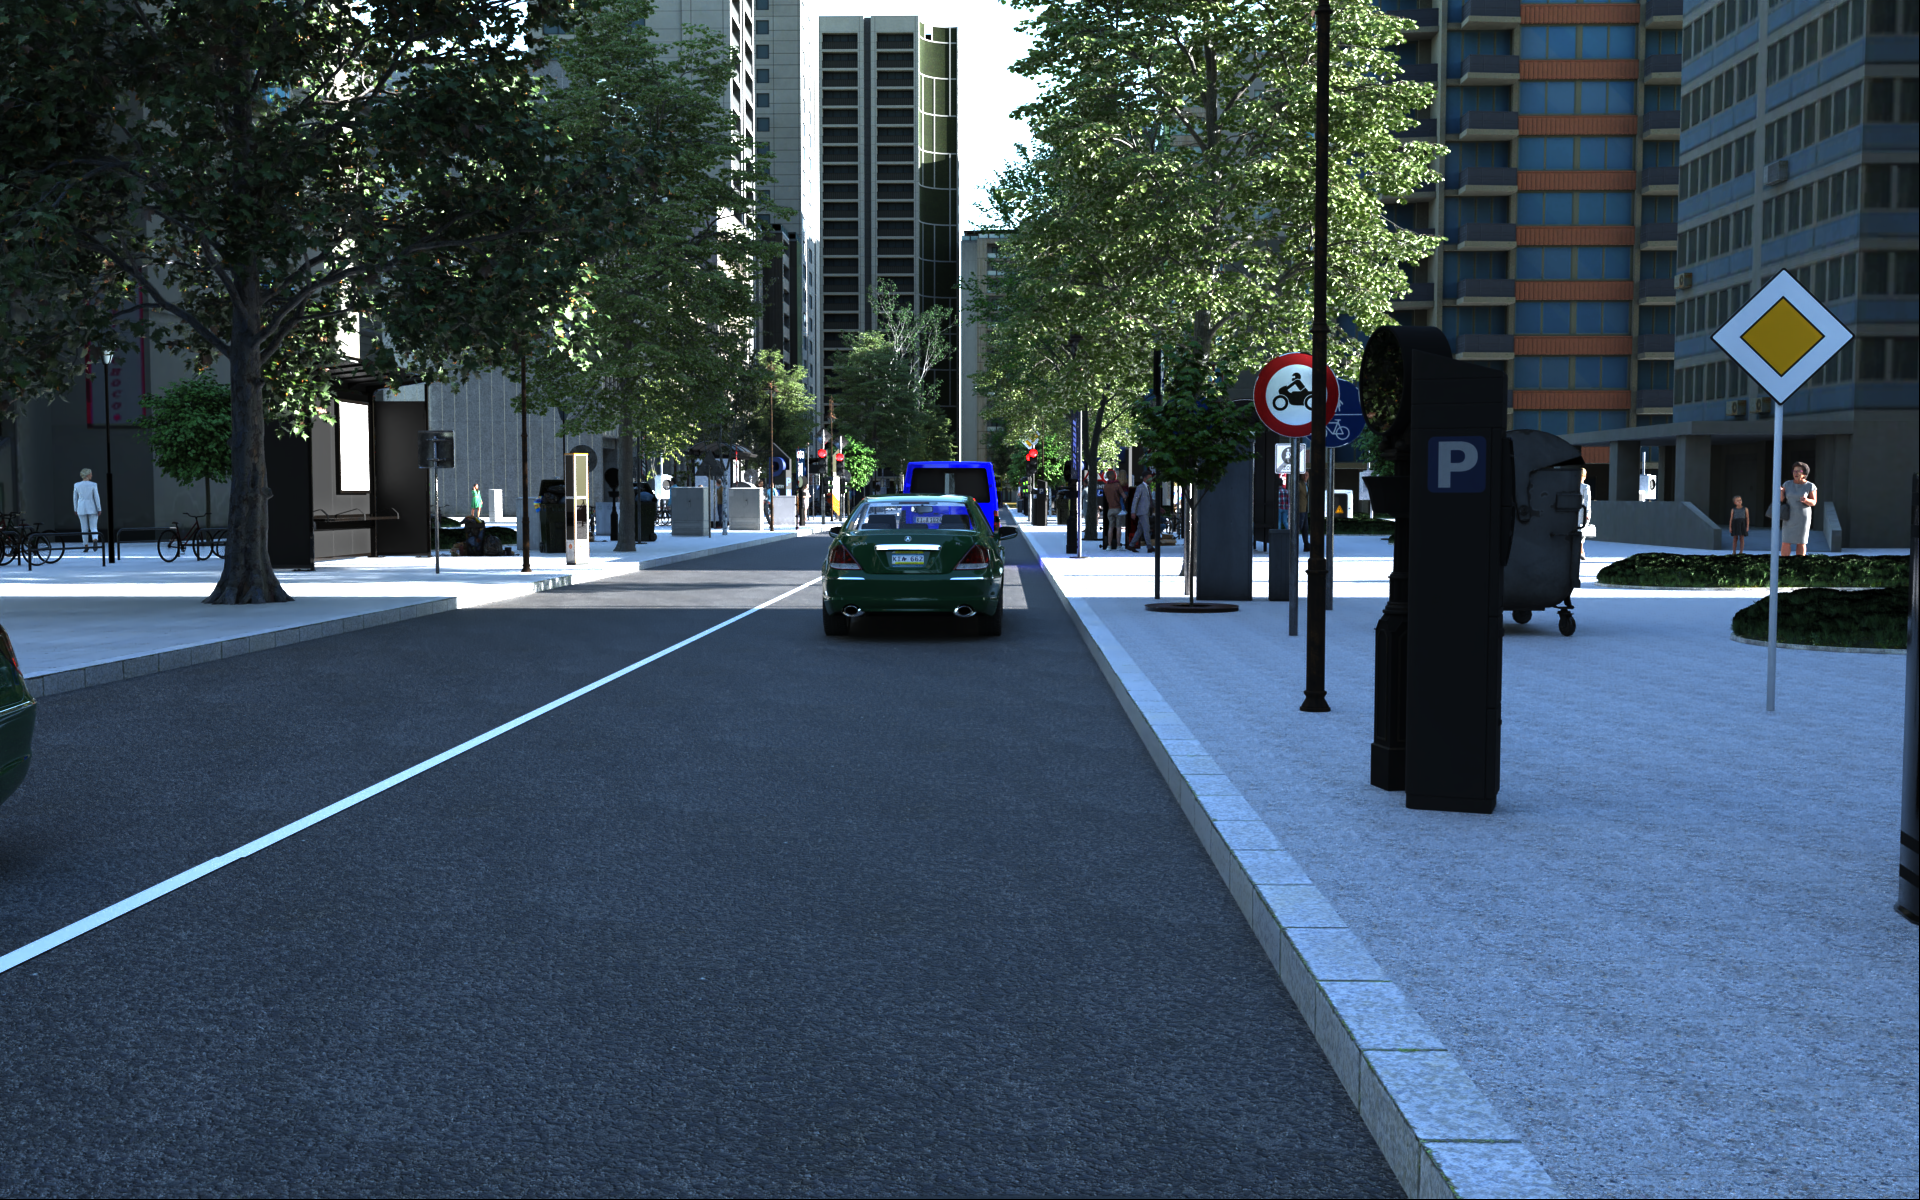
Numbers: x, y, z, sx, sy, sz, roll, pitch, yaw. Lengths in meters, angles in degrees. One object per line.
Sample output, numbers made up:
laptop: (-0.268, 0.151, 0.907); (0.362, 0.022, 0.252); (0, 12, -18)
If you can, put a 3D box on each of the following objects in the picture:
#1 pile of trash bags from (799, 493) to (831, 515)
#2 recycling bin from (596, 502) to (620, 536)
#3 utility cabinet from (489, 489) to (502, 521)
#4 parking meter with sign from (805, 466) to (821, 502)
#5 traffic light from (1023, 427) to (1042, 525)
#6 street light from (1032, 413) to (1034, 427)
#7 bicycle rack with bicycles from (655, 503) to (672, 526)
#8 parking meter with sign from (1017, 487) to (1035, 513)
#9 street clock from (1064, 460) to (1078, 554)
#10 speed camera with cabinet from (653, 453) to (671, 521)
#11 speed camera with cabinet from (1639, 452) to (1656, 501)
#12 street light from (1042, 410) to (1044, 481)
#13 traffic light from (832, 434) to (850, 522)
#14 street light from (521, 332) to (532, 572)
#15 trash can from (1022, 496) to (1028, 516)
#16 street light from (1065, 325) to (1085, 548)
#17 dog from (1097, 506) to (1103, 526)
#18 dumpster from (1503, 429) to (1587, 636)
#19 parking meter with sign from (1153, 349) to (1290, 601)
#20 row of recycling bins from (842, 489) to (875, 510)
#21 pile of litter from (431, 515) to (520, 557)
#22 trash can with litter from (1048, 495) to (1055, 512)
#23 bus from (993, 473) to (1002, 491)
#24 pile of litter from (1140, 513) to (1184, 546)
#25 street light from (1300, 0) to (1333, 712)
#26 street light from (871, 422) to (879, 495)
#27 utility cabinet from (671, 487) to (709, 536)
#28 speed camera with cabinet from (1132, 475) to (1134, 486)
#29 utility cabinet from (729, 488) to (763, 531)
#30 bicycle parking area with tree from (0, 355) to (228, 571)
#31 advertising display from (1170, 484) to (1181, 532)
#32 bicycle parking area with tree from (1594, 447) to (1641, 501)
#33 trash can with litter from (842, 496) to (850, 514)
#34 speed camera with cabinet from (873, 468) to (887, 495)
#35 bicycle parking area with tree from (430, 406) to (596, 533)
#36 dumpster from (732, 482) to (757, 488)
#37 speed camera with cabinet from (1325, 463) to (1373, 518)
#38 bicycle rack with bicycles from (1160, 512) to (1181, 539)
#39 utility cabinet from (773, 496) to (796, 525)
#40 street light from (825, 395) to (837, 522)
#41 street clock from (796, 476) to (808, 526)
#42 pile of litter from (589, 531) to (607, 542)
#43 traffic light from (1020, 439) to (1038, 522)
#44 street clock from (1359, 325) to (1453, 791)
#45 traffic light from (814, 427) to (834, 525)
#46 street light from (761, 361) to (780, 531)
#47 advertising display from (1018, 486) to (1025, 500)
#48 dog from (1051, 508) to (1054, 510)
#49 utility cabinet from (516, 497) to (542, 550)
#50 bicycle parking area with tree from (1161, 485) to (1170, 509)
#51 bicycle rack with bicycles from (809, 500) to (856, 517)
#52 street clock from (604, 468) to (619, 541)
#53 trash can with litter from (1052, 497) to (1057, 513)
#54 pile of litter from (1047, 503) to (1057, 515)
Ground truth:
pile of trash bags: (-8.627, -5.843, 105.291); (1.912, 1.369, 3.447); (2, 4, 27)
recycling bin: (-10.805, -2.517, 53.705); (0.722, 1.027, 0.722); (2, 4, 23)
utility cabinet: (-21.584, -4.394, 80.525); (0.318, 1.500, 1.173); (0, 4, 1)
parking meter with sign: (-9.147, -6.847, 108.204); (1.738, 3.016, 0.543); (2, 4, 32)
traffic light: (3.039, -5.107, 72.419); (0.839, 4.253, 0.868); (0, 4, 1)
street light: (3.918, -7.376, 93.390); (0.468, 5.910, 1.993); (0, 4, 1)
bicycle rack with bicycles: (-12.269, -3.444, 69.690); (2.925, 0.926, 2.852); (-1, 4, -12)
parking meter with sign: (4.849, -7.564, 119.938); (1.738, 3.016, 0.543); (0, 4, 5)
street clock: (2.405, -1.998, 37.245); (0.358, 2.002, 0.471); (-1, 4, -15)
speed camera with cabinet: (-14.637, -5.380, 82.296); (2.038, 3.252, 0.660); (-3, 5, -45)
speed camera with cabinet: (31.723, -5.289, 80.809); (2.038, 3.252, 0.660); (-3, 5, -42)
street light: (3.415, -6.035, 71.459); (0.468, 5.910, 1.993); (0, 4, 1)
traffic light: (-5.542, -5.606, 80.581); (0.839, 4.253, 0.868); (0, 4, 1)
street light: (-7.135, -3.397, 28.326); (0.468, 5.910, 1.993); (0, 4, 1)
trash can: (4.075, -5.574, 102.789); (0.748, 1.137, 0.748); (0, 3, 0)
street light: (2.714, -4.157, 40.753); (0.468, 5.910, 1.993); (0, 4, 1)
dog: (5.330, -3.366, 69.418); (0.513, 0.831, 0.800); (-3, 4, -38)
dumpster: (5.045, -0.647, 16.344); (1.264, 1.857, 1.865); (0, 4, 1)
parking meter with sign: (3.223, -1.509, 20.928); (1.738, 3.016, 0.543); (1, 4, 11)
row of recycling bins: (-8.162, -7.817, 134.919); (3.534, 1.692, 1.069); (-1, 4, -9)
pile of litter: (-10.071, -1.346, 35.980); (1.719, 0.858, 1.176); (1, 4, 10)
trash can with litter: (6.560, -6.506, 117.423); (1.678, 1.210, 2.233); (3, 4, 38)
bus: (3.445, -12.833, 201.369); (2.896, 3.916, 12.252); (0, 4, 0)
pile of litter: (4.881, -1.788, 43.191); (1.719, 0.858, 1.176); (0, 4, -7)
street light: (2.105, -2.281, 10.088); (0.468, 5.910, 1.993); (0, 4, 1)
street light: (-5.440, -8.471, 111.283); (0.468, 5.910, 1.993); (0, 4, 1)
utility cabinet: (-8.170, -2.673, 52.377); (1.173, 1.500, 0.318); (2, 4, 27)
speed camera with cabinet: (8.182, -5.472, 83.806); (0.660, 3.252, 2.038); (1, 4, 15)
utility cabinet: (-7.401, -3.129, 59.838); (1.173, 1.500, 0.318); (1, 4, 21)
bicycle parking area with tree: (-18.216, -2.799, 32.774); (8.231, 4.147, 9.016); (2, 4, 26)
advertising display: (7.325, -3.272, 58.714); (0.123, 1.923, 0.974); (2, 4, 23)
bicycle parking area with tree: (32.267, -6.229, 88.850); (8.231, 4.147, 9.016); (1, 4, 14)
trash can with litter: (-7.331, -6.200, 112.756); (1.055, 1.170, 0.624); (1, 4, 22)
speed camera with cabinet: (-6.296, -8.172, 127.951); (0.660, 3.252, 2.038); (-3, 5, -43)
bicycle parking area with tree: (-15.369, -4.209, 55.818); (8.231, 4.147, 9.016); (0, 4, 2)
dumpster: (-10.254, -4.649, 81.763); (1.264, 1.857, 1.865); (0, 4, 1)
speed camera with cabinet: (15.382, -4.501, 67.928); (2.038, 3.252, 0.660); (0, 4, -2)
bicycle rack with bicycles: (6.035, -2.263, 50.378); (2.925, 0.926, 2.852); (-3, 5, -43)
utility cabinet: (-7.293, -3.697, 71.605); (1.020, 1.237, 0.306); (0, 4, -3)
street light: (-5.994, -6.608, 80.835); (0.468, 5.910, 1.993); (0, 4, 1)
street clock: (-6.336, -3.970, 69.486); (0.358, 2.002, 0.471); (-3, 5, -39)
pile of litter: (-10.300, -1.988, 46.471); (1.719, 0.858, 1.176); (-1, 4, -8)
traffic light: (3.217, -5.595, 80.402); (0.839, 4.253, 0.868); (0, 4, 1)
street clock: (1.921, -0.180, 7.520); (0.358, 2.002, 0.471); (-1, 4, -10)
traffic light: (-5.721, -5.118, 72.598); (0.839, 4.253, 0.868); (0, 4, 1)
street light: (-6.464, -5.298, 59.403); (0.468, 5.910, 1.993); (0, 4, 1)
advertising display: (4.979, -8.223, 139.663); (0.123, 1.923, 0.974); (-2, 4, -31)
dog: (6.402, -6.647, 123.059); (0.513, 0.831, 0.800); (2, 4, 31)
utility cabinet: (-9.613, -1.733, 39.489); (1.020, 1.237, 0.306); (1, 4, 21)
bicycle parking area with tree: (12.485, -7.156, 104.003); (9.016, 4.147, 8.231); (1, 4, 8)
bicycle rack with bicycles: (-7.159, -5.289, 99.855); (2.925, 0.926, 2.852); (1, 4, 9)
street clock: (-9.508, -2.633, 47.614); (0.471, 2.002, 0.358); (0, 4, 3)
trash can with litter: (6.175, -5.999, 109.466); (0.624, 1.170, 1.055); (2, 4, 34)
pile of litter: (5.397, -5.606, 105.616); (1.719, 0.858, 1.176); (-2, 4, -33)
